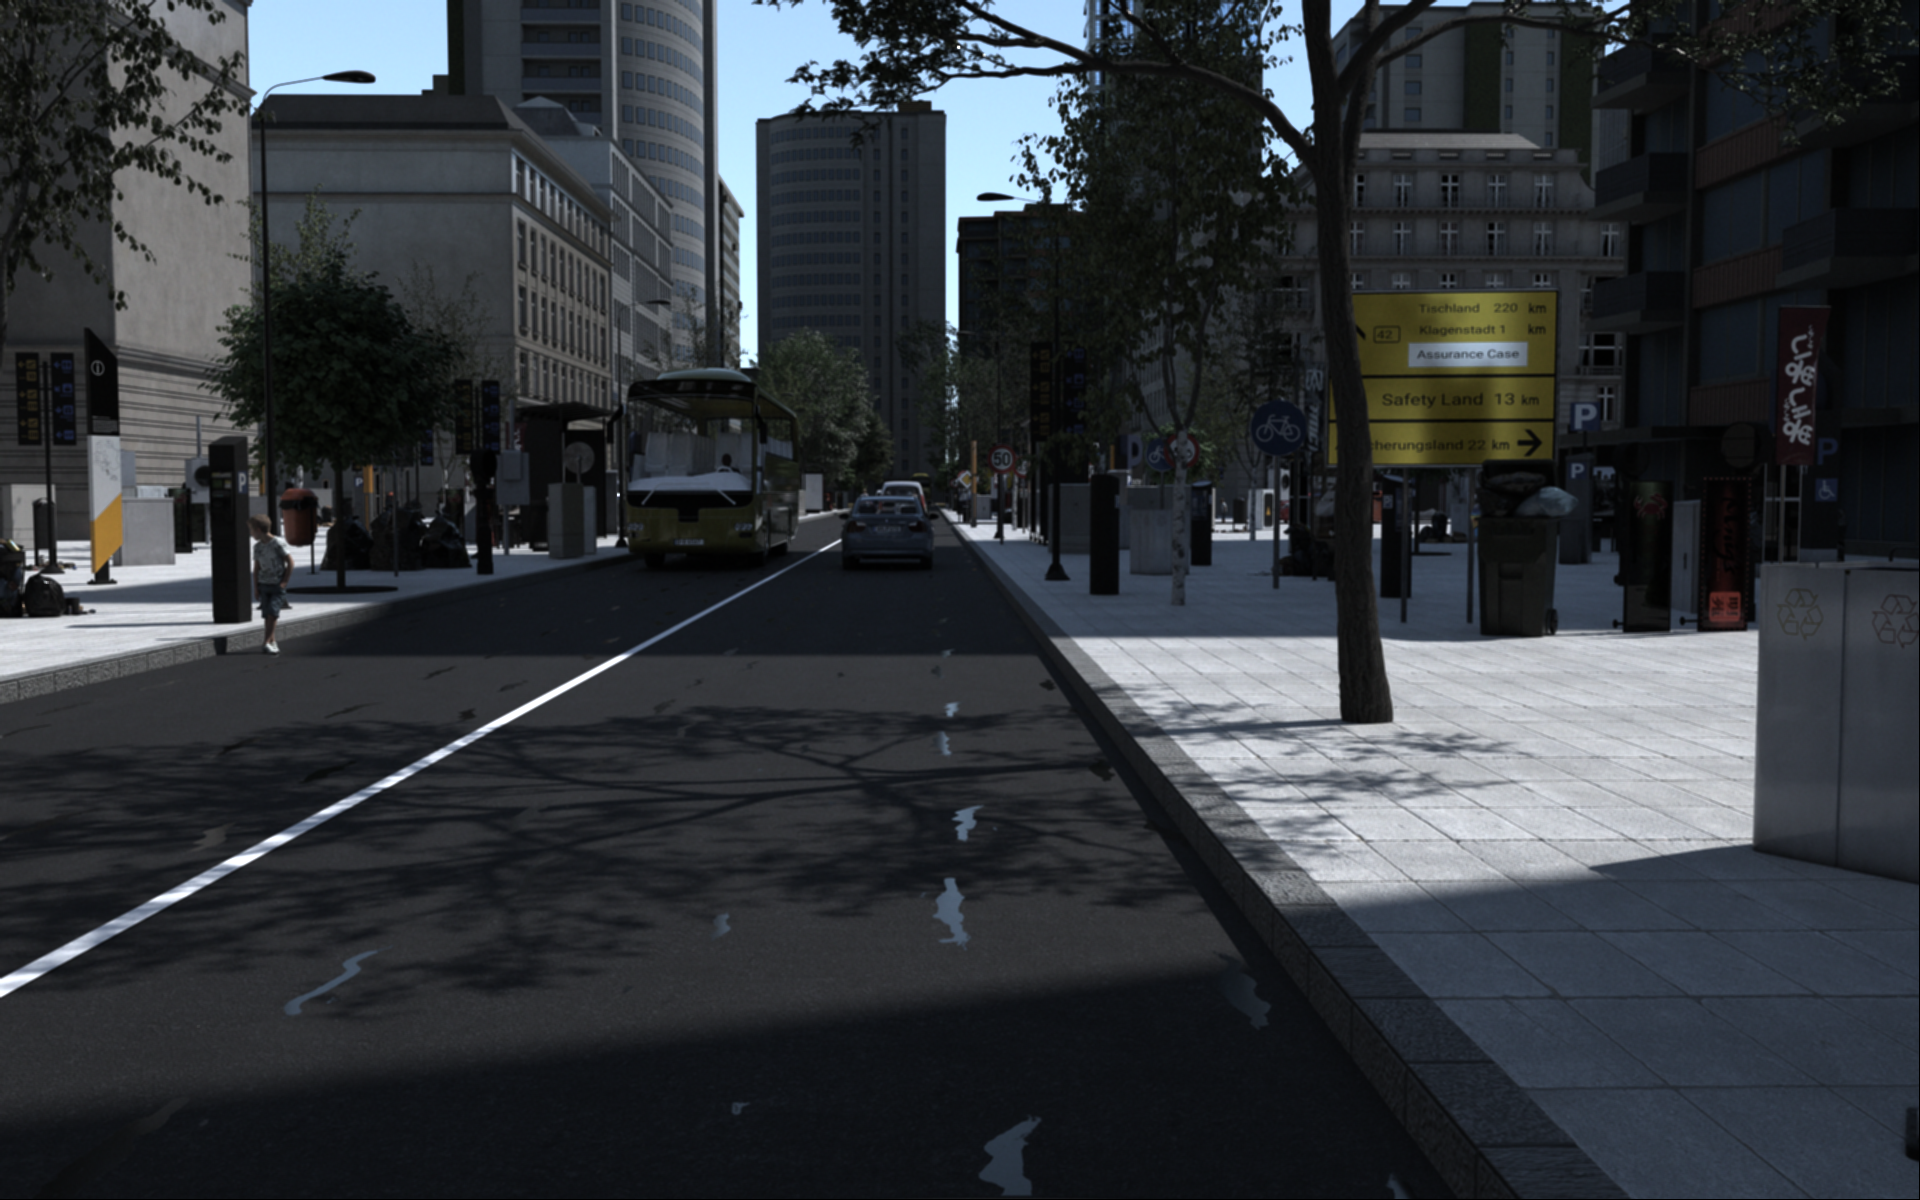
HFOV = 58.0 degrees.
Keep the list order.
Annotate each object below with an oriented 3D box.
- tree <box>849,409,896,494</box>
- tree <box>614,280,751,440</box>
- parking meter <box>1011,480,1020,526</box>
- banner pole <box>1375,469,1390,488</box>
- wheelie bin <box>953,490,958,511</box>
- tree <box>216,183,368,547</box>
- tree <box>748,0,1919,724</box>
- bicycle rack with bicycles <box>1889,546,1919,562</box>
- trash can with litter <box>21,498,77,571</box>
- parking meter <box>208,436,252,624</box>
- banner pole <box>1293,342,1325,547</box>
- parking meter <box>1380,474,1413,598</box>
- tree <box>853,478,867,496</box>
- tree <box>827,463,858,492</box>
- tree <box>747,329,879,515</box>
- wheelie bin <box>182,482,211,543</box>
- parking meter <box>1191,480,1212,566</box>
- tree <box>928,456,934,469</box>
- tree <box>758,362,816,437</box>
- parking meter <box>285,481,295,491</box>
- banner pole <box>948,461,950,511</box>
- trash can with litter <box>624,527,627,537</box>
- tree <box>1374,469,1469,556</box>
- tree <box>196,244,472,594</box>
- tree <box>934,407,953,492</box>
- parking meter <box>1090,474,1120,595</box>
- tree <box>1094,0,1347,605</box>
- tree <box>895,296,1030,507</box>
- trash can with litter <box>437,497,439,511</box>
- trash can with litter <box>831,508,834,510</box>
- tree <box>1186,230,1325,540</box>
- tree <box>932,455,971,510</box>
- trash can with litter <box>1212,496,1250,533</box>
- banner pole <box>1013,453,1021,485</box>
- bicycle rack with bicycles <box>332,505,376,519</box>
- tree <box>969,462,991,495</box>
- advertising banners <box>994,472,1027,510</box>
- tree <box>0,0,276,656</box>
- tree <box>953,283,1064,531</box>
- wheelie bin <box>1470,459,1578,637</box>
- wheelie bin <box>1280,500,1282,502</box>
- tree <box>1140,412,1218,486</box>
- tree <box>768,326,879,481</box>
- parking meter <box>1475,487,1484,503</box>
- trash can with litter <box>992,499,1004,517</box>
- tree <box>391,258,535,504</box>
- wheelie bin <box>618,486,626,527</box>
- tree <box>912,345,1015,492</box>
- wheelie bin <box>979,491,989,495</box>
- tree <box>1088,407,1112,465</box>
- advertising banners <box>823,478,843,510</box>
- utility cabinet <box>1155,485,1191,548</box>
[{"bbox_3d":[-11.954,-18.937,227.739,7.486,12.596,7.792,0,3,0],"label":"tree"},{"bbox_3d":[-9.166,-6.660,59.248,4.360,8.622,3.978,0,3,0],"label":"tree"},{"bbox_3d":[2.231,-3.912,69.670,0.255,1.863,0.399,-1,4,-13],"label":"parking meter"},{"bbox_3d":[34.381,-9.255,141.334,0.401,3.779,0.863,-3,5,-42],"label":"banner pole"},{"bbox_3d":[-0.206,-7.439,129.543,0.693,1.594,0.980,0,4,-1],"label":"wheelie bin"},{"bbox_3d":[-15.940,-5.590,41.756,4.737,8.622,4.395,0,3,0],"label":"tree"},{"bbox_3d":[2.020,-4.604,9.683,7.601,10.594,8.767,2,4,32],"label":"tree"},{"bbox_3d":[13.250,-0.529,22.035,2.852,0.926,2.925,-1,4,-11],"label":"bicycle rack with bicycles"},{"bbox_3d":[-15.835,-1.117,29.323,1.678,1.210,2.233,0,4,5],"label":"trash can with litter"},{"bbox_3d":[-7.262,-0.705,17.234,0.255,1.863,0.399,0,4,1],"label":"parking meter"},{"bbox_3d":[5.752,-2.369,28.754,0.863,3.779,0.401,-2,4,-32],"label":"banner pole"},{"bbox_3d":[5.418,-0.800,21.493,0.372,1.533,0.369,0,3,0],"label":"parking meter"},{"bbox_3d":[-11.719,-12.944,206.243,1.663,3.219,1.824,0,3,0],"label":"tree"},{"bbox_3d":[-11.561,-11.376,169.712,4.285,4.588,4.351,0,3,0],"label":"tree"},{"bbox_3d":[-9.915,-11.142,107.924,9.928,11.665,9.643,0,3,0],"label":"tree"},{"bbox_3d":[-20.236,-2.326,45.940,0.693,1.594,0.980,3,5,41],"label":"wheelie bin"},{"bbox_3d":[4.339,-1.390,31.132,0.372,1.533,0.369,0,3,0],"label":"parking meter"},{"bbox_3d":[-1.623,-16.463,219.534,4.360,8.622,3.978,0,3,0],"label":"tree"},{"bbox_3d":[-10.148,-8.903,95.921,4.737,8.622,4.395,0,3,0],"label":"tree"},{"bbox_3d":[-30.638,-4.500,79.279,0.399,1.863,0.255,0,4,-8],"label":"parking meter"},{"bbox_3d":[-0.823,-8.552,129.849,0.401,3.779,0.863,0,4,7],"label":"banner pole"},{"bbox_3d":[-9.582,-2.451,51.464,1.055,1.170,0.624,-1,4,-12],"label":"trash can with litter"},{"bbox_3d":[9.754,-3.233,36.574,4.285,4.588,4.351,0,3,0],"label":"tree"},{"bbox_3d":[-8.279,-2.391,22.804,4.285,4.588,4.351,0,3,0],"label":"tree"},{"bbox_3d":[0.927,-9.985,113.616,4.360,8.622,3.978,0,3,0],"label":"tree"},{"bbox_3d":[1.849,-0.840,22.140,0.372,1.533,0.369,0,3,0],"label":"parking meter"},{"bbox_3d":[2.524,-4.262,20.046,4.737,8.622,4.395,0,3,0],"label":"tree"},{"bbox_3d":[0.517,-18.895,164.825,12.611,20.169,13.585,0,3,0],"label":"tree"},{"bbox_3d":[-23.561,-4.169,79.557,1.055,1.170,0.624,3,5,41],"label":"trash can with litter"},{"bbox_3d":[-10.811,-7.737,137.553,2.233,1.210,1.678,3,4,39],"label":"trash can with litter"},{"bbox_3d":[8.163,-5.976,48.073,4.360,8.622,3.978,0,3,0],"label":"tree"},{"bbox_3d":[-0.346,-9.722,142.661,4.285,4.588,4.351,0,3,0],"label":"tree"},{"bbox_3d":[8.946,-2.853,57.700,2.233,1.210,1.678,-2,4,-24],"label":"trash can with litter"},{"bbox_3d":[3.095,-6.309,93.168,0.401,3.779,0.863,3,5,41],"label":"banner pole"},{"bbox_3d":[-28.056,-4.149,81.219,2.925,0.926,2.852,-1,4,-10],"label":"bicycle rack with bicycles"},{"bbox_3d":[1.191,-6.722,104.504,1.663,3.219,1.824,0,3,0],"label":"tree"},{"bbox_3d":[2.388,-5.396,84.418,2.074,3.025,0.090,-3,4,-37],"label":"advertising banners"},{"bbox_3d":[-7.699,-3.873,13.690,4.360,8.622,3.978,0,3,0],"label":"tree"},{"bbox_3d":[1.898,-6.759,60.876,4.360,8.622,3.978,0,3,0],"label":"tree"},{"bbox_3d":[5.096,-0.479,15.745,0.980,1.594,0.693,2,4,29],"label":"wheelie bin"},{"bbox_3d":[15.831,-4.772,85.934,0.980,1.594,0.693,-1,4,-16],"label":"wheelie bin"},{"bbox_3d":[8.627,-5.242,69.428,4.285,4.588,4.351,0,3,0],"label":"tree"},{"bbox_3d":[-10.823,-13.696,130.587,9.857,13.997,8.962,0,3,0],"label":"tree"},{"bbox_3d":[19.296,-3.424,64.391,0.372,1.533,0.369,0,3,0],"label":"parking meter"},{"bbox_3d":[3.093,-5.474,100.560,2.233,1.210,1.678,1,4,21],"label":"trash can with litter"},{"bbox_3d":[-16.058,-6.314,53.600,4.360,8.622,3.978,0,3,0],"label":"tree"},{"bbox_3d":[-13.253,-3.587,66.562,0.980,1.594,0.693,3,4,38],"label":"wheelie bin"},{"bbox_3d":[0.230,-11.994,121.857,9.928,11.665,9.643,0,3,0],"label":"tree"},{"bbox_3d":[1.560,-6.657,116.752,0.693,1.594,0.980,1,4,18],"label":"wheelie bin"},{"bbox_3d":[10.799,-11.701,141.675,4.360,8.622,3.978,0,3,0],"label":"tree"},{"bbox_3d":[-10.486,-8.847,140.834,2.074,3.025,0.090,-1,4,-10],"label":"advertising banners"},{"bbox_3d":[5.274,-1.968,40.852,1.173,1.500,0.318,1,4,11],"label":"utility cabinet"}]
